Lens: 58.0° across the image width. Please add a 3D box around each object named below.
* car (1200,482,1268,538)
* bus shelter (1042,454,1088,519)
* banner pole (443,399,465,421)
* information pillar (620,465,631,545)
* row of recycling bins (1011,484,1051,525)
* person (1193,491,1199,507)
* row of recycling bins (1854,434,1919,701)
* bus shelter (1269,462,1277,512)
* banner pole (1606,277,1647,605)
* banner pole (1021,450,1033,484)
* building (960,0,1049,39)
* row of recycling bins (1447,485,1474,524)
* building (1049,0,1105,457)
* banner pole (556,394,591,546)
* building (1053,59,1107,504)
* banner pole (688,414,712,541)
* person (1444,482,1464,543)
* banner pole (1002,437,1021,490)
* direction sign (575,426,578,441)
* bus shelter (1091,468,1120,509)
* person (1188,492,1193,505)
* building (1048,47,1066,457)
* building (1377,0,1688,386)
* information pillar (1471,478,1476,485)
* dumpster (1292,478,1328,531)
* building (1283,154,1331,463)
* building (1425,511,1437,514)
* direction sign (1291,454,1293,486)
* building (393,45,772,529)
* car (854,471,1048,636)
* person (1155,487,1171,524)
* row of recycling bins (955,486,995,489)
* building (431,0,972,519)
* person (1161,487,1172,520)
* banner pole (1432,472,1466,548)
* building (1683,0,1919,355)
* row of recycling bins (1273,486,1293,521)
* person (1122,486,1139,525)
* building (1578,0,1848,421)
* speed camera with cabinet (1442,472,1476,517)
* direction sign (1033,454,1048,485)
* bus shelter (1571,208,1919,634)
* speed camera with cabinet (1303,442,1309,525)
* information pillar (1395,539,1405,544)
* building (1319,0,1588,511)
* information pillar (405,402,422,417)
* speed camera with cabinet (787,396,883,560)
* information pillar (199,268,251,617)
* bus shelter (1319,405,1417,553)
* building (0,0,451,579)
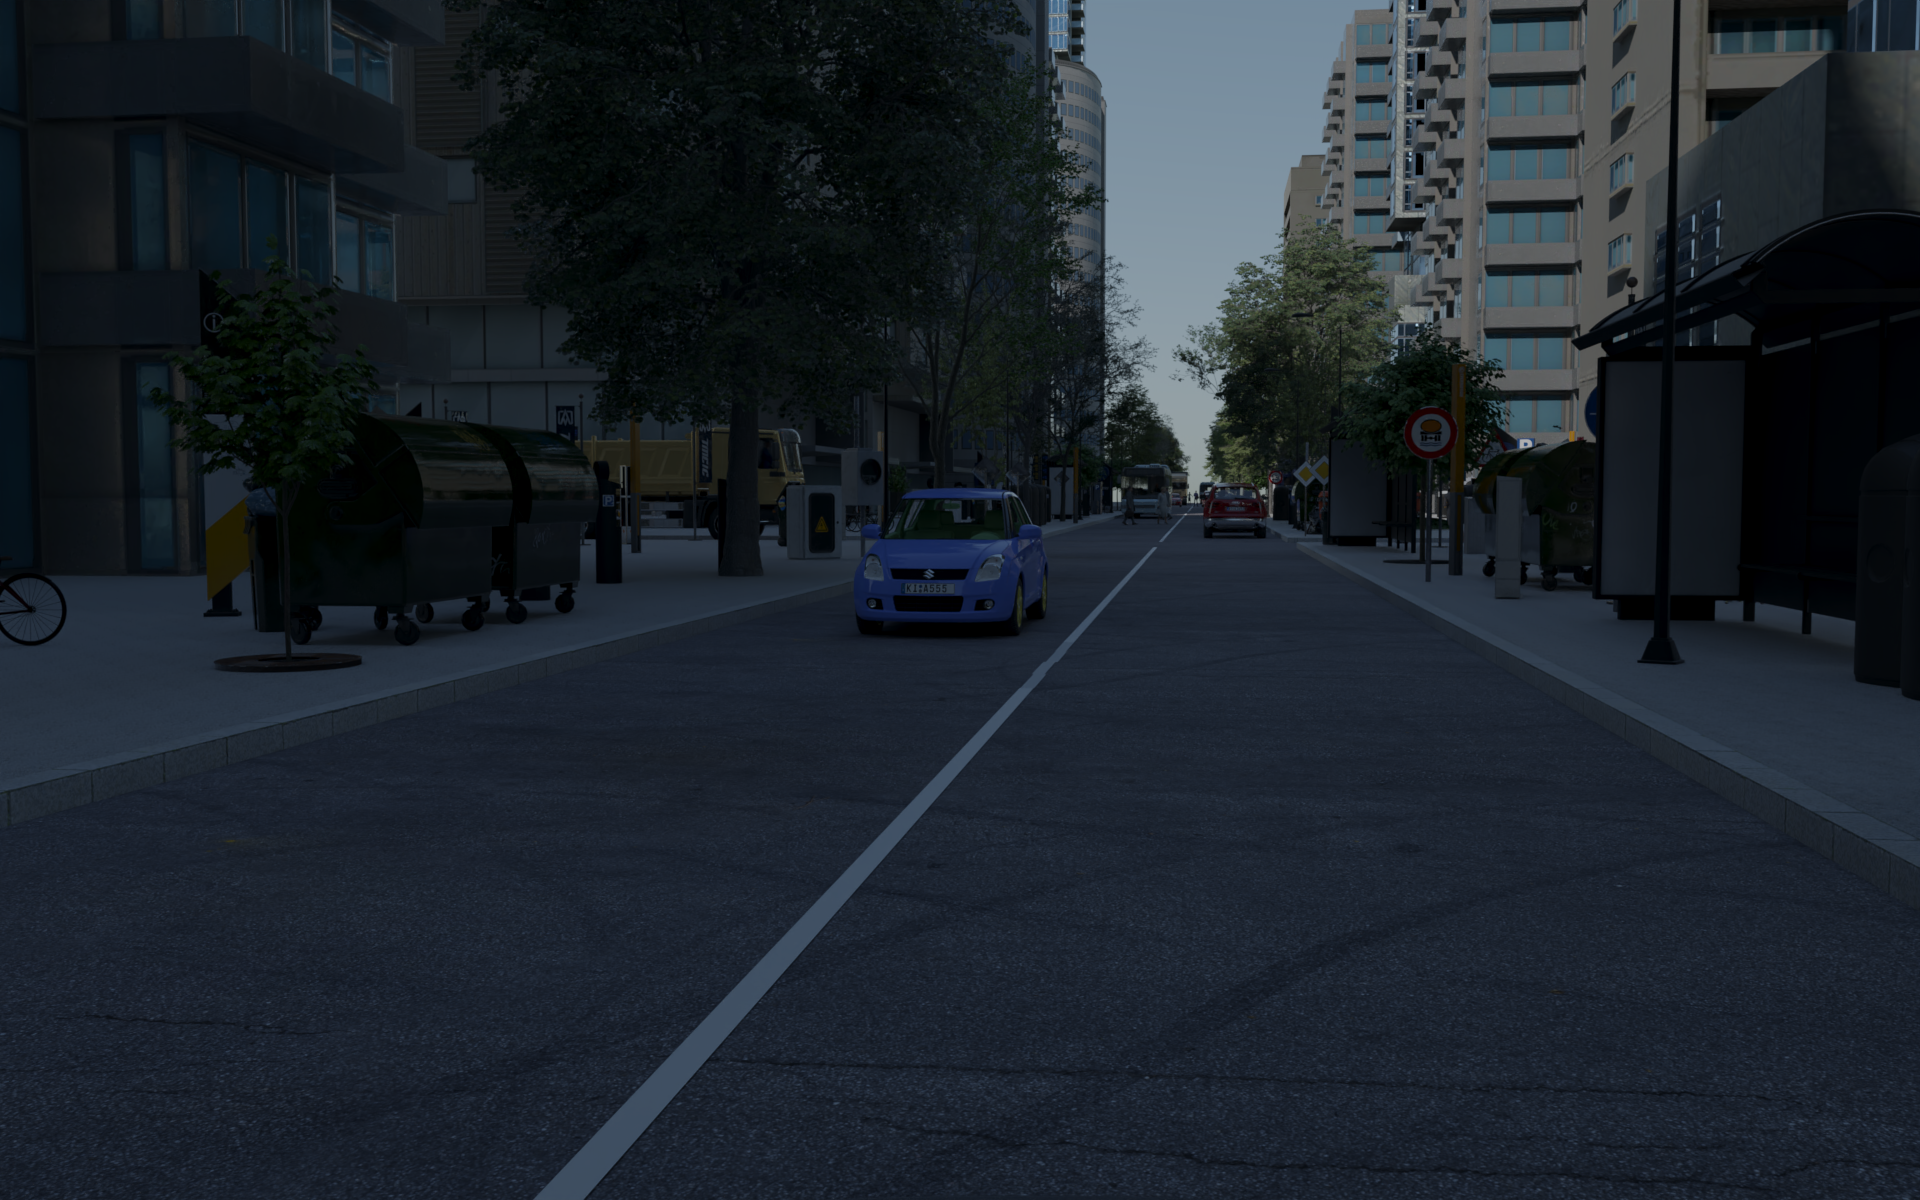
[{"bbox_3d":[9.132,-2.999,57.709,2.281,1.827,5.304,0,4,8],"label":"car"},{"bbox_3d":[5.478,-5.869,89.883,2.014,3.302,5.546,0,4,8],"label":"bus shelter"},{"bbox_3d":[-13.345,-3.409,45.762,0.401,3.779,0.863,3,5,44],"label":"banner pole"},{"bbox_3d":[-8.458,-2.427,44.167,0.304,2.012,0.304,-3,5,-42],"label":"information pillar"},{"bbox_3d":[2.878,-3.911,71.057,1.069,1.692,3.534,1,4,15],"label":"row of recycling bins"},{"bbox_3d":[26.844,-11.541,197.069,0.709,1.838,0.599,0,4,6],"label":"person"},{"bbox_3d":[6.319,-0.195,10.305,1.069,1.692,3.534,0,4,8],"label":"row of recycling bins"},{"bbox_3d":[19.029,-6.531,100.707,2.014,3.302,5.546,0,4,8],"label":"bus shelter"},{"bbox_3d":[7.710,-1.823,19.818,0.401,3.779,0.863,0,4,6],"label":"banner pole"},{"bbox_3d":[3.809,-6.586,97.699,0.863,3.779,0.401,-2,4,-30],"label":"banner pole"},{"bbox_3d":[-4.380,-36.793,143.570,21.231,58.520,28.212,0,4,8],"label":"building"},{"bbox_3d":[22.087,-4.159,75.107,1.069,1.692,3.534,0,4,-7],"label":"row of recycling bins"},{"bbox_3d":[11.333,-58.136,263.191,22.319,86.520,31.000,0,4,8],"label":"building"},{"bbox_3d":[-9.660,-3.253,43.197,0.863,3.779,0.401,0,4,-3],"label":"banner pole"},{"bbox_3d":[8.383,-42.362,234.618,21.231,58.520,28.212,0,4,8],"label":"building"},{"bbox_3d":[-7.101,-3.514,47.479,0.863,3.779,0.401,2,4,32],"label":"banner pole"},{"bbox_3d":[13.290,-2.303,46.488,0.599,1.781,0.374,1,4,17],"label":"person"},{"bbox_3d":[2.107,-5.225,75.438,0.401,3.779,0.863,3,4,38],"label":"banner pole"},{"bbox_3d":[-12.996,-4.010,57.557,0.379,3.537,0.876,2,4,31],"label":"direction sign"},{"bbox_3d":[10.256,-7.933,123.626,2.014,3.302,5.546,0,4,8],"label":"bus shelter"},{"bbox_3d":[30.135,-13.361,227.745,1.217,1.735,0.721,-1,4,-20],"label":"person"},{"bbox_3d":[-1.244,-33.846,172.986,23.786,49.044,30.456,0,4,8],"label":"building"},{"bbox_3d":[44.292,-50.783,142.981,22.319,86.520,31.000,0,4,8],"label":"building"},{"bbox_3d":[23.462,-4.561,79.057,0.304,2.012,0.304,1,4,14],"label":"information pillar"},{"bbox_3d":[12.356,-3.535,60.295,1.502,2.255,1.985,1,4,8],"label":"dumpster"},{"bbox_3d":[56.336,-37.822,242.087,21.300,48.544,21.600,0,4,8],"label":"building"},{"bbox_3d":[40.552,-29.870,107.981,23.786,49.044,30.456,0,4,8],"label":"building"},{"bbox_3d":[17.524,-6.084,91.464,0.379,3.537,0.876,1,4,13],"label":"direction sign"},{"bbox_3d":[-18.256,-29.801,76.489,28.713,52.752,27.495,0,4,8],"label":"building"},{"bbox_3d":[-0.034,-0.560,18.754,1.945,1.707,3.694,1,4,9],"label":"car"},{"bbox_3d":[9.699,-4.520,82.750,0.694,1.780,0.624,-1,4,-20],"label":"person"},{"bbox_3d":[1.309,-4.957,88.163,3.534,1.692,1.069,0,4,4],"label":"row of recycling bins"},{"bbox_3d":[-14.268,-31.955,111.706,28.713,52.752,27.495,0,4,8],"label":"building"},{"bbox_3d":[11.463,-5.370,96.401,0.767,1.812,0.694,0,4,5],"label":"person"},{"bbox_3d":[11.777,-3.154,41.586,0.863,3.779,0.401,0,4,-6],"label":"banner pole"},{"bbox_3d":[23.008,-43.053,16.596,22.319,86.520,31.000,0,4,8],"label":"building"},{"bbox_3d":[16.427,-4.774,85.174,1.069,1.692,3.534,3,5,39],"label":"row of recycling bins"},{"bbox_3d":[7.920,-4.396,80.479,0.767,1.812,0.694,1,4,9],"label":"person"},{"bbox_3d":[36.331,-27.134,67.350,21.600,48.544,21.300,0,4,8],"label":"building"},{"bbox_3d":[27.397,-6.168,95.185,2.038,3.252,0.660,2,4,25],"label":"speed camera with cabinet"},{"bbox_3d":[4.559,-6.513,98.489,0.876,3.537,0.379,0,4,7],"label":"direction sign"},{"bbox_3d":[6.898,-1.292,15.042,2.014,3.302,5.546,1,4,8],"label":"bus shelter"},{"bbox_3d":[13.732,-4.365,65.697,0.660,3.252,2.038,-2,4,-27],"label":"speed camera with cabinet"},{"bbox_3d":[11.493,-2.477,44.991,0.304,2.012,0.304,0,4,6],"label":"information pillar"},{"bbox_3d":[48.123,-33.942,174.559,23.786,49.044,30.456,0,4,8],"label":"building"},{"bbox_3d":[-13.846,-3.214,43.895,0.504,3.616,0.183,-2,4,-35],"label":"information pillar"},{"bbox_3d":[-2.476,-2.456,34.493,2.038,3.252,0.660,-3,5,-42],"label":"speed camera with cabinet"},{"bbox_3d":[-7.658,-1.635,18.084,0.504,3.616,0.183,-1,4,-10],"label":"information pillar"},{"bbox_3d":[9.463,-2.814,39.939,2.014,3.302,5.546,1,4,8],"label":"bus shelter"},{"bbox_3d":[-25.743,-24.950,27.534,30.456,49.044,23.786,0,4,8],"label":"building"}]
